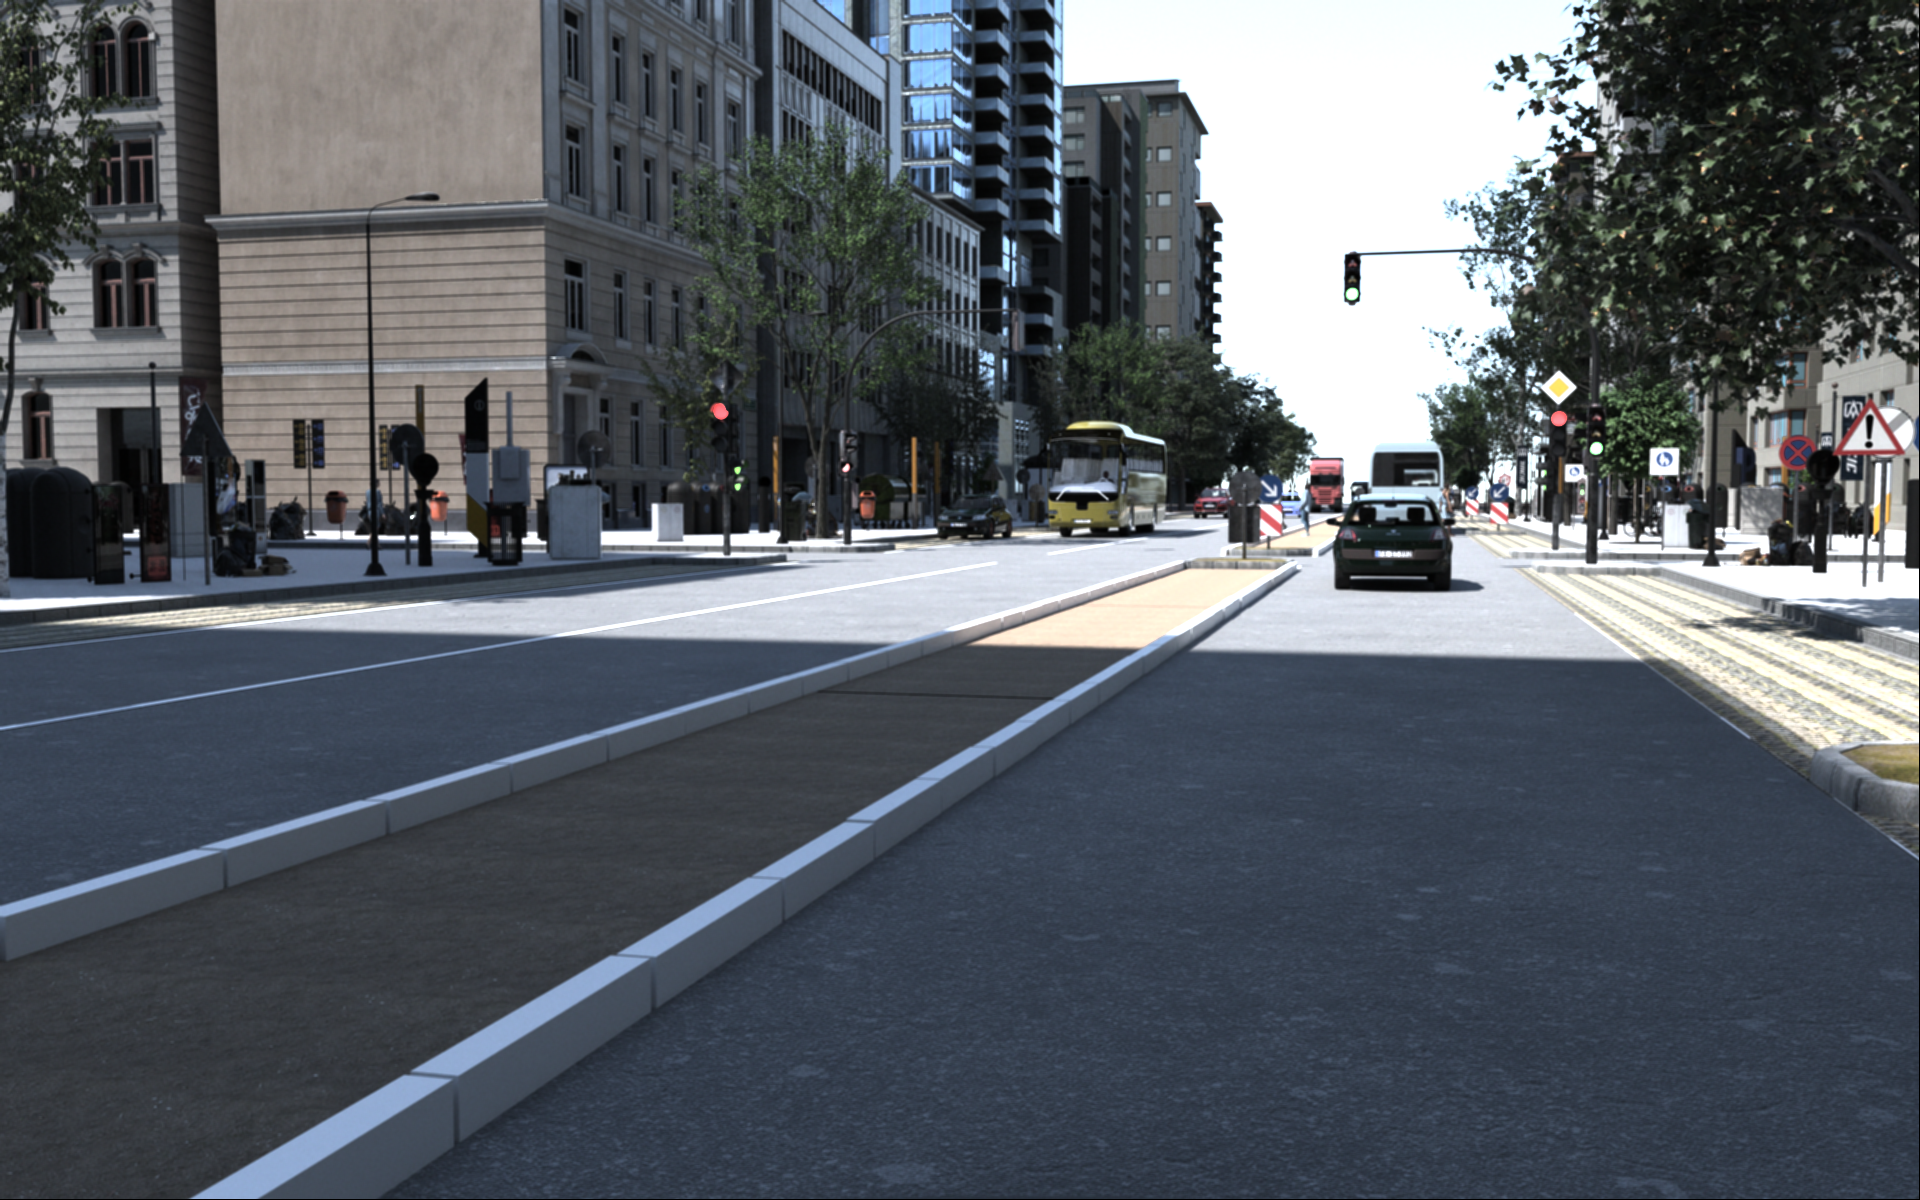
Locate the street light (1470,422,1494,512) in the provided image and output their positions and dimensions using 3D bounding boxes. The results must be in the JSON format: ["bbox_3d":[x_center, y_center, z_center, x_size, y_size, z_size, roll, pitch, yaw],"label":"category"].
[{"bbox_3d":[33.827,-8.515,111.767,1.470,5.913,1.316,1,4,14],"label":"street light"}]

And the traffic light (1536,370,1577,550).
[{"bbox_3d":[13.556,-3.086,39.379,0.839,4.253,0.868,1,4,14],"label":"traffic light"}]

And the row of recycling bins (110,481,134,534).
[{"bbox_3d":[-28.548,-3.033,56.709,3.534,1.692,1.069,1,4,20],"label":"row of recycling bins"}]

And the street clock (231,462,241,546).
[{"bbox_3d":[-15.906,-2.032,37.800,0.358,2.002,0.471,0,4,5],"label":"street clock"}]

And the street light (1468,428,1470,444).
[{"bbox_3d":[36.477,-9.141,121.989,1.470,5.913,1.316,1,4,14],"label":"street light"}]

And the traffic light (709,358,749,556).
[{"bbox_3d":[-4.824,-2.871,35.860,0.839,4.253,0.868,1,4,14],"label":"traffic light"}]

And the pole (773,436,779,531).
[{"bbox_3d":[-6.467,-4.103,60.922,0.158,3.312,0.155,0,3,0],"label":"pole"}]

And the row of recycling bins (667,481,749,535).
[{"bbox_3d":[-8.074,-2.950,55.350,1.069,1.692,3.534,2,4,32],"label":"row of recycling bins"}]

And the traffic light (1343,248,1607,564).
[{"bbox_3d":[9.505,-3.509,32.033,4.771,5.953,1.251,1,4,14],"label":"traffic light"}]

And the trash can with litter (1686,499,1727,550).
[{"bbox_3d":[17.268,-1.748,39.961,0.624,1.170,1.055,-1,4,-17],"label":"trash can with litter"}]

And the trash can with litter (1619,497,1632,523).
[{"bbox_3d":[29.917,-4.038,77.416,1.055,1.170,0.624,-3,5,-45],"label":"trash can with litter"}]

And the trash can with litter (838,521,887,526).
[{"bbox_3d":[-3.811,-3.584,69.657,2.233,1.210,1.678,0,4,-5],"label":"trash can with litter"}]

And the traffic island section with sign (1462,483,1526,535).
[{"bbox_3d":[18.819,-3.200,60.943,1.989,1.847,2.006,1,4,14],"label":"traffic island section with sign"}]

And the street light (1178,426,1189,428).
[{"bbox_3d":[14.947,-8.918,118.352,1.470,5.913,1.316,1,4,14],"label":"street light"}]

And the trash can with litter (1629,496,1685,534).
[{"bbox_3d":[22.408,-2.704,55.276,2.233,1.210,1.678,0,4,1],"label":"trash can with litter"}]

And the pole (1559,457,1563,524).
[{"bbox_3d":[25.738,-4.919,74.273,0.158,3.312,0.155,0,3,0],"label":"pole"}]

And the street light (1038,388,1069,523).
[{"bbox_3d":[4.066,-6.319,75.859,1.470,5.913,1.316,1,4,14],"label":"street light"}]

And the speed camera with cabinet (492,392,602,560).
[{"bbox_3d":[-8.070,-2.419,33.881,2.038,3.252,0.660,-1,4,-8],"label":"speed camera with cabinet"}]

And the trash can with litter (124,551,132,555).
[{"bbox_3d":[-18.189,-1.525,35.990,1.678,1.210,2.233,2,4,27],"label":"trash can with litter"}]

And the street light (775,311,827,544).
[{"bbox_3d":[-4.052,-4.386,44.250,1.470,5.913,1.316,1,4,14],"label":"street light"}]

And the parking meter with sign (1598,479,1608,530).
[{"bbox_3d":[23.228,-4.074,62.867,0.543,3.016,1.738,2,4,31],"label":"parking meter with sign"}]

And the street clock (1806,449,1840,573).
[{"bbox_3d":[13.958,-1.437,28.064,0.471,2.002,0.358,1,4,16],"label":"street clock"}]

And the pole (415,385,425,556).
[{"bbox_3d":[-10.106,-2.364,32.492,0.158,3.312,0.155,0,3,0],"label":"pole"}]

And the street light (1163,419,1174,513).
[{"bbox_3d":[12.355,-8.273,107.800,1.470,5.913,1.316,1,4,14],"label":"street light"}]

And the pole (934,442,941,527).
[{"bbox_3d":[-0.922,-4.512,67.622,0.158,3.312,0.155,0,3,0],"label":"pole"}]

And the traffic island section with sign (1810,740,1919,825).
[{"bbox_3d":[5.091,0.044,7.914,1.989,1.847,2.006,1,4,14],"label":"traffic island section with sign"}]

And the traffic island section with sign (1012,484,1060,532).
[{"bbox_3d":[2.875,-3.499,65.839,1.989,1.847,2.006,1,4,14],"label":"traffic island section with sign"}]

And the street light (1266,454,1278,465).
[{"bbox_3d":[35.732,-13.841,198.842,1.470,5.913,1.316,1,4,14],"label":"street light"}]

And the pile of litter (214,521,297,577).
[{"bbox_3d":[-11.135,-0.828,27.501,1.176,0.858,1.719,1,4,20],"label":"pile of litter"}]

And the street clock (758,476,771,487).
[{"bbox_3d":[-7.967,-4.039,70.605,0.471,2.002,0.358,-2,4,-25],"label":"street clock"}]

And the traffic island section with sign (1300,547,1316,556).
[{"bbox_3d":[7.325,-1.995,40.753,2.006,1.907,1.989,1,4,14],"label":"traffic island section with sign"}]

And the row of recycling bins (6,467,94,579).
[{"bbox_3d":[-14.701,-1.240,27.379,3.534,1.692,1.069,3,5,44],"label":"row of recycling bins"}]

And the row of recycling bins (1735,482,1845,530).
[{"bbox_3d":[28.884,-3.255,60.329,3.534,1.692,1.069,3,5,40],"label":"row of recycling bins"}]

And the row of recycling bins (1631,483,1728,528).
[{"bbox_3d":[27.660,-3.639,66.614,3.534,1.692,1.069,2,4,35],"label":"row of recycling bins"}]

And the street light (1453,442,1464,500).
[{"bbox_3d":[44.735,-11.069,153.517,1.470,5.913,1.316,1,4,14],"label":"street light"}]

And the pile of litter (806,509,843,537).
[{"bbox_3d":[-4.212,-2.338,52.195,1.176,0.858,1.719,-2,4,-29],"label":"pile of litter"}]

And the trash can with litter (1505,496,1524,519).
[{"bbox_3d":[28.241,-4.725,88.642,0.624,1.170,1.055,0,4,-2],"label":"trash can with litter"}]

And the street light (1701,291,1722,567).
[{"bbox_3d":[12.766,-3.551,30.596,1.470,5.913,1.316,1,4,14],"label":"street light"}]

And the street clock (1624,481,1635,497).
[{"bbox_3d":[30.312,-4.520,78.468,0.471,2.002,0.358,1,4,18],"label":"street clock"}]

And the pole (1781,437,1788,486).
[{"bbox_3d":[29.295,-4.142,61.564,0.158,3.312,0.155,0,3,0],"label":"pole"}]

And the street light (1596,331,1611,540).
[{"bbox_3d":[17.435,-4.632,48.268,1.470,5.913,1.316,1,4,14],"label":"street light"}]

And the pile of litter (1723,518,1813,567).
[{"bbox_3d":[14.581,-1.052,31.161,1.719,0.858,1.176,1,4,9],"label":"pile of litter"}]

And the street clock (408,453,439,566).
[{"bbox_3d":[-9.518,-1.602,30.771,0.471,2.002,0.358,-3,4,-37],"label":"street clock"}]

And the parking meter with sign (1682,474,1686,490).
[{"bbox_3d":[45.038,-6.796,107.382,0.543,3.016,1.738,3,4,36],"label":"parking meter with sign"}]

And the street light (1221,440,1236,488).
[{"bbox_3d":[23.135,-10.842,149.811,1.470,5.913,1.316,1,4,14],"label":"street light"}]

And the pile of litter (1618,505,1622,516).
[{"bbox_3d":[36.997,-4.990,95.548,1.176,0.858,1.719,-2,4,-29],"label":"pile of litter"}]

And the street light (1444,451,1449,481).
[{"bbox_3d":[52.937,-13.025,185.497,1.470,5.913,1.316,1,4,14],"label":"street light"}]

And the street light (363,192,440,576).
[{"bbox_3d":[-8.685,-3.328,26.950,1.470,5.913,1.316,1,4,14],"label":"street light"}]

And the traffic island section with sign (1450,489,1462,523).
[{"bbox_3d":[25.598,-4.796,87.035,1.989,1.847,2.006,1,4,14],"label":"traffic island section with sign"}]

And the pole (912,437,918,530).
[{"bbox_3d":[-1.631,-4.189,62.333,0.158,3.312,0.155,0,3,0],"label":"pole"}]

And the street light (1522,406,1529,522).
[{"bbox_3d":[25.612,-6.565,79.883,1.470,5.913,1.316,1,4,14],"label":"street light"}]

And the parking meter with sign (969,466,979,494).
[{"bbox_3d":[1.271,-6.777,107.056,0.543,3.016,1.738,-2,4,-34],"label":"parking meter with sign"}]

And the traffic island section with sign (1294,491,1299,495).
[{"bbox_3d":[42.616,-12.878,219.190,1.989,1.847,2.006,1,4,14],"label":"traffic island section with sign"}]

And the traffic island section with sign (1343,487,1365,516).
[{"bbox_3d":[26.166,-6.444,113.500,2.006,1.907,1.989,1,4,14],"label":"traffic island section with sign"}]

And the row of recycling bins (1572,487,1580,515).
[{"bbox_3d":[38.199,-6.027,105.660,3.534,1.692,1.069,1,4,11],"label":"row of recycling bins"}]

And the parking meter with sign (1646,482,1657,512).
[{"bbox_3d":[42.445,-6.816,107.699,1.738,3.016,0.543,2,4,25],"label":"parking meter with sign"}]

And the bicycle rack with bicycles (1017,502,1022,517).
[{"bbox_3d":[3.501,-5.212,98.593,2.852,0.926,2.925,3,5,41],"label":"bicycle rack with bicycles"}]

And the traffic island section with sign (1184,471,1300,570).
[{"bbox_3d":[5.457,-1.556,33.584,2.006,1.907,1.989,1,4,14],"label":"traffic island section with sign"}]

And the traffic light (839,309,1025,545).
[{"bbox_3d":[-0.774,-4.185,43.100,4.771,5.953,1.251,1,4,14],"label":"traffic light"}]

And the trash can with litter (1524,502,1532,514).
[{"bbox_3d":[36.342,-6.037,110.094,1.055,1.170,0.624,2,4,34],"label":"trash can with litter"}]
